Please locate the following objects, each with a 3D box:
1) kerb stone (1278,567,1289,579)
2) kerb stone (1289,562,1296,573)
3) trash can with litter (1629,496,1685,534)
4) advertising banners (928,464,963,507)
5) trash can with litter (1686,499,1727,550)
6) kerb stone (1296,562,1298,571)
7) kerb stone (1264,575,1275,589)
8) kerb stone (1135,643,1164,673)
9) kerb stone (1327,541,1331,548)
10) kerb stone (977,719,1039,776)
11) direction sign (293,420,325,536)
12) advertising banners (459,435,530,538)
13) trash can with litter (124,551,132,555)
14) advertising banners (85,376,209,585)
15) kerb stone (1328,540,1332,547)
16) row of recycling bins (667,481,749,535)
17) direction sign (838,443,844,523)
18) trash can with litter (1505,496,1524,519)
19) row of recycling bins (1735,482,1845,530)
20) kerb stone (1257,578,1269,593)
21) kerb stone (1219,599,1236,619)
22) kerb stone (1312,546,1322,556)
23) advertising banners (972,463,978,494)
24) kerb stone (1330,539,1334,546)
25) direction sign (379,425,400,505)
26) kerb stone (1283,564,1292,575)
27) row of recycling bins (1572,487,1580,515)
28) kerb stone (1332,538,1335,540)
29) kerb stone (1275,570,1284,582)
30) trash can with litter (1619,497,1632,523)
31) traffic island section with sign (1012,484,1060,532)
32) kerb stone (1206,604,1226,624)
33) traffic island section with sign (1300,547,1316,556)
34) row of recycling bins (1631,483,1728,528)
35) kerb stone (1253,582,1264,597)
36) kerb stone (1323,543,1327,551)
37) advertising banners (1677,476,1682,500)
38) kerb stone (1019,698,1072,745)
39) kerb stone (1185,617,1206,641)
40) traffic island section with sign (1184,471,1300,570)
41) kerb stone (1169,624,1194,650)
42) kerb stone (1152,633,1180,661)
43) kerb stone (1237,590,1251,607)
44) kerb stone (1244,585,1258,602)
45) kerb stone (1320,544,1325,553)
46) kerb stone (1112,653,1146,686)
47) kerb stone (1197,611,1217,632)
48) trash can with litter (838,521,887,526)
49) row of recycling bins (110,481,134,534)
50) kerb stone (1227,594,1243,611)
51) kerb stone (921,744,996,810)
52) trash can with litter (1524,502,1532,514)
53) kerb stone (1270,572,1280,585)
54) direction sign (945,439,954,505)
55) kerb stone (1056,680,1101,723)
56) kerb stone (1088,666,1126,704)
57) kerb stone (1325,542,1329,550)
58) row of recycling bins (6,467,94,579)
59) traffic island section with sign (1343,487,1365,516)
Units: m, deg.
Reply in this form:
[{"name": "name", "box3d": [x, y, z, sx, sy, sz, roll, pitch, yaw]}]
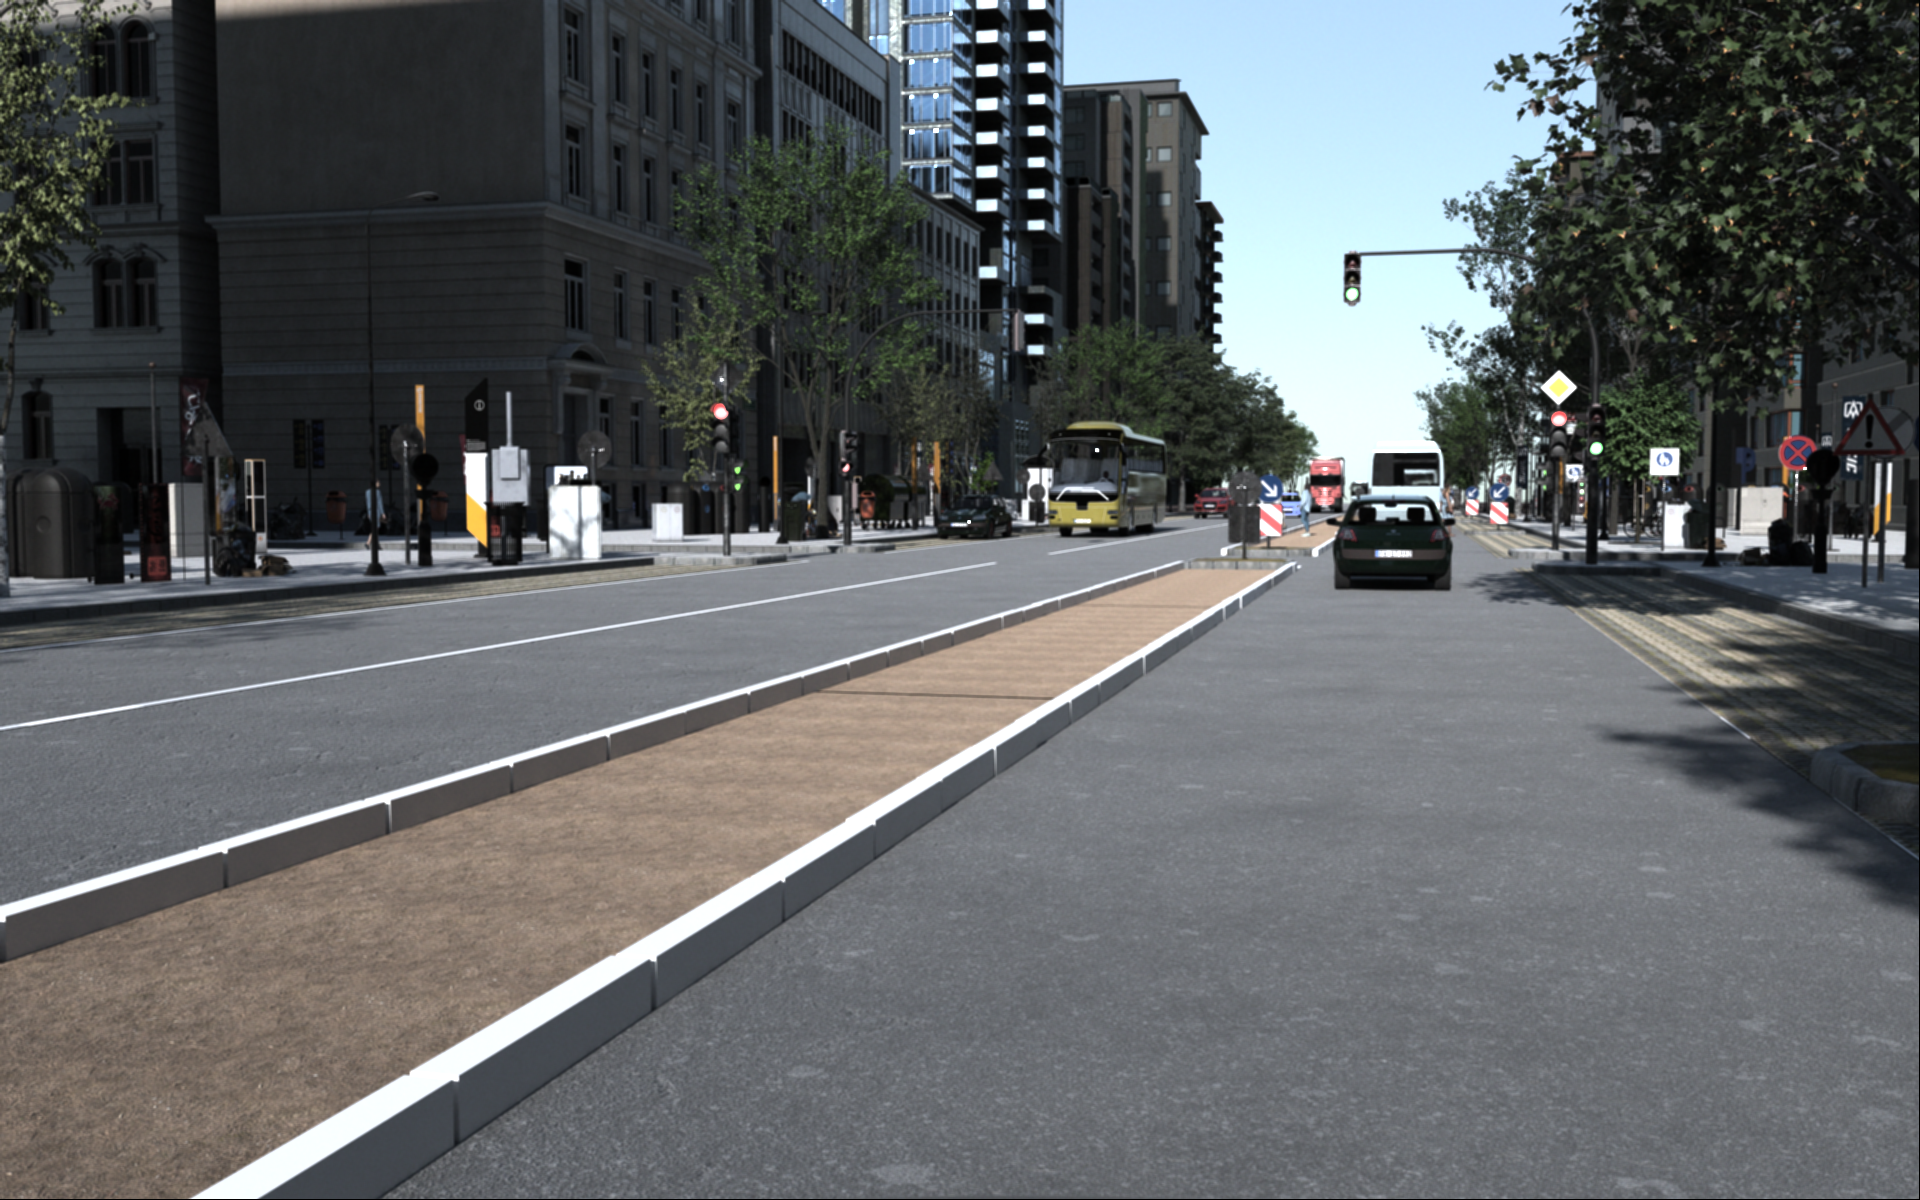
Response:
[{"name": "kerb stone", "box3d": [5.387, -0.423, 29.111, 0.120, 0.150, 1.000, 1, 4, 14]}, {"name": "kerb stone", "box3d": [5.893, -0.544, 31.094, 0.120, 0.150, 1.000, 1, 4, 14]}, {"name": "trash can with litter", "box3d": [22.408, -2.704, 55.276, 2.233, 1.210, 1.678, 0, 4, 1]}, {"name": "advertising banners", "box3d": [-0.841, -6.240, 98.218, 2.074, 3.025, 0.090, 1, 4, 13]}, {"name": "trash can with litter", "box3d": [17.268, -1.748, 39.961, 0.624, 1.170, 1.055, -1, 4, -17]}, {"name": "kerb stone", "box3d": [6.160, -0.604, 32.080, 0.120, 0.150, 1.000, 1, 4, 14]}, {"name": "kerb stone", "box3d": [4.612, -0.241, 26.132, 0.120, 0.150, 1.000, 1, 4, 14]}, {"name": "kerb stone", "box3d": [1.531, 0.489, 14.236, 0.120, 0.150, 1.000, 1, 4, 14]}, {"name": "kerb stone", "box3d": [9.384, -1.362, 44.549, 0.120, 0.150, 1.000, 1, 4, 14]}, {"name": "kerb stone", "box3d": [0.248, 0.790, 9.284, 0.120, 0.150, 1.000, 1, 4, 14]}, {"name": "direction sign", "box3d": [-19.850, -3.723, 52.864, 0.876, 3.537, 0.379, -1, 4, -14]}, {"name": "advertising banners", "box3d": [-13.570, -3.319, 50.458, 2.074, 3.025, 0.090, 0, 4, 4]}, {"name": "trash can with litter", "box3d": [-18.189, -1.525, 35.990, 1.678, 1.210, 2.233, 2, 4, 27]}, {"name": "advertising banners", "box3d": [-11.770, -1.775, 25.209, 0.090, 3.025, 2.074, 2, 4, 28]}, {"name": "kerb stone", "box3d": [9.637, -1.425, 45.539, 0.120, 0.150, 1.000, 1, 4, 14]}, {"name": "row of recycling bins", "box3d": [-8.074, -2.950, 55.350, 1.069, 1.692, 3.534, 2, 4, 32]}, {"name": "direction sign", "box3d": [-5.199, -5.184, 76.756, 0.379, 3.537, 0.876, 1, 4, 21]}, {"name": "trash can with litter", "box3d": [28.241, -4.725, 88.642, 0.624, 1.170, 1.055, 0, 4, -2]}, {"name": "row of recycling bins", "box3d": [28.884, -3.255, 60.329, 3.534, 1.692, 1.069, 3, 5, 40]}, {"name": "kerb stone", "box3d": [4.354, -0.180, 25.143, 0.120, 0.150, 1.000, 1, 4, 14]}, {"name": "kerb stone", "box3d": [3.074, 0.123, 20.188, 0.120, 0.150, 1.000, 1, 4, 14]}, {"name": "kerb stone", "box3d": [8.345, -1.120, 40.564, 0.120, 0.150, 1.000, 1, 4, 14]}, {"name": "advertising banners", "box3d": [0.843, -6.091, 95.771, 0.090, 3.025, 2.074, 0, 4, -7]}, {"name": "kerb stone", "box3d": [9.900, -1.486, 46.526, 0.120, 0.150, 1.000, 1, 4, 14]}, {"name": "direction sign", "box3d": [-18.656, -3.958, 56.708, 0.876, 3.537, 0.379, 2, 4, 28]}, {"name": "kerb stone", "box3d": [5.638, -0.484, 30.102, 0.120, 0.150, 1.000, 1, 4, 14]}, {"name": "row of recycling bins", "box3d": [38.199, -6.027, 105.660, 3.534, 1.692, 1.069, 1, 4, 11]}, {"name": "kerb stone", "box3d": [10.153, -1.549, 47.523, 0.120, 0.150, 1.000, 1, 4, 14]}, {"name": "kerb stone", "box3d": [5.131, -0.357, 28.119, 0.120, 0.150, 1.000, 1, 4, 14]}, {"name": "trash can with litter", "box3d": [29.917, -4.038, 77.416, 1.055, 1.170, 0.624, -3, 5, -45]}, {"name": "traffic island section with sign", "box3d": [2.875, -3.499, 65.839, 1.989, 1.847, 2.006, 1, 4, 14]}, {"name": "kerb stone", "box3d": [2.808, 0.183, 19.200, 0.120, 0.150, 1.000, 1, 4, 14]}, {"name": "traffic island section with sign", "box3d": [7.325, -1.995, 40.753, 2.006, 1.907, 1.989, 1, 4, 14]}, {"name": "row of recycling bins", "box3d": [27.660, -3.639, 66.614, 3.534, 1.692, 1.069, 2, 4, 35]}, {"name": "kerb stone", "box3d": [4.104, -0.119, 24.149, 0.120, 0.150, 1.000, 1, 4, 14]}, {"name": "kerb stone", "box3d": [8.867, -1.239, 42.566, 0.120, 0.150, 1.000, 1, 4, 14]}, {"name": "advertising banners", "box3d": [30.620, -4.728, 73.483, 0.090, 3.025, 2.074, 1, 4, 12]}, {"name": "kerb stone", "box3d": [0.496, 0.729, 10.276, 0.120, 0.150, 1.000, 1, 4, 14]}, {"name": "kerb stone", "box3d": [2.305, 0.305, 17.217, 0.120, 0.150, 1.000, 1, 4, 14]}, {"name": "traffic island section with sign", "box3d": [5.457, -1.556, 33.584, 2.006, 1.907, 1.989, 1, 4, 14]}, {"name": "kerb stone", "box3d": [2.044, 0.365, 16.223, 0.120, 0.150, 1.000, 1, 4, 14]}, {"name": "kerb stone", "box3d": [1.786, 0.426, 15.226, 0.120, 0.150, 1.000, 1, 4, 14]}, {"name": "kerb stone", "box3d": [3.590, 0.002, 22.168, 0.120, 0.150, 1.000, 1, 4, 14]}, {"name": "kerb stone", "box3d": [3.845, -0.059, 23.158, 0.120, 0.150, 1.000, 1, 4, 14]}, {"name": "kerb stone", "box3d": [8.609, -1.184, 41.557, 0.120, 0.150, 1.000, 1, 4, 14]}, {"name": "kerb stone", "box3d": [1.267, 0.549, 13.248, 0.120, 0.150, 1.000, 1, 4, 14]}, {"name": "kerb stone", "box3d": [2.560, 0.246, 18.209, 0.120, 0.150, 1.000, 1, 4, 14]}, {"name": "trash can with litter", "box3d": [-3.811, -3.584, 69.657, 2.233, 1.210, 1.678, 0, 4, -5]}, {"name": "row of recycling bins", "box3d": [-28.548, -3.033, 56.709, 3.534, 1.692, 1.069, 1, 4, 20]}, {"name": "kerb stone", "box3d": [3.317, 0.062, 21.181, 0.120, 0.150, 1.000, 1, 4, 14]}, {"name": "kerb stone", "box3d": [-0.014, 0.850, 8.295, 0.120, 0.150, 1.000, 1, 4, 14]}, {"name": "trash can with litter", "box3d": [36.342, -6.037, 110.094, 1.055, 1.170, 0.624, 2, 4, 34]}, {"name": "kerb stone", "box3d": [4.877, -0.302, 27.126, 0.120, 0.150, 1.000, 1, 4, 14]}, {"name": "direction sign", "box3d": [-0.437, -4.848, 71.263, 0.379, 3.537, 0.876, -1, 4, -22]}, {"name": "kerb stone", "box3d": [0.757, 0.669, 11.265, 0.120, 0.150, 1.000, 1, 4, 14]}, {"name": "kerb stone", "box3d": [1.016, 0.608, 12.257, 0.120, 0.150, 1.000, 1, 4, 14]}, {"name": "kerb stone", "box3d": [9.130, -1.301, 43.554, 0.120, 0.150, 1.000, 1, 4, 14]}, {"name": "row of recycling bins", "box3d": [-14.701, -1.240, 27.379, 3.534, 1.692, 1.069, 3, 5, 44]}, {"name": "traffic island section with sign", "box3d": [26.166, -6.444, 113.500, 2.006, 1.907, 1.989, 1, 4, 14]}]
